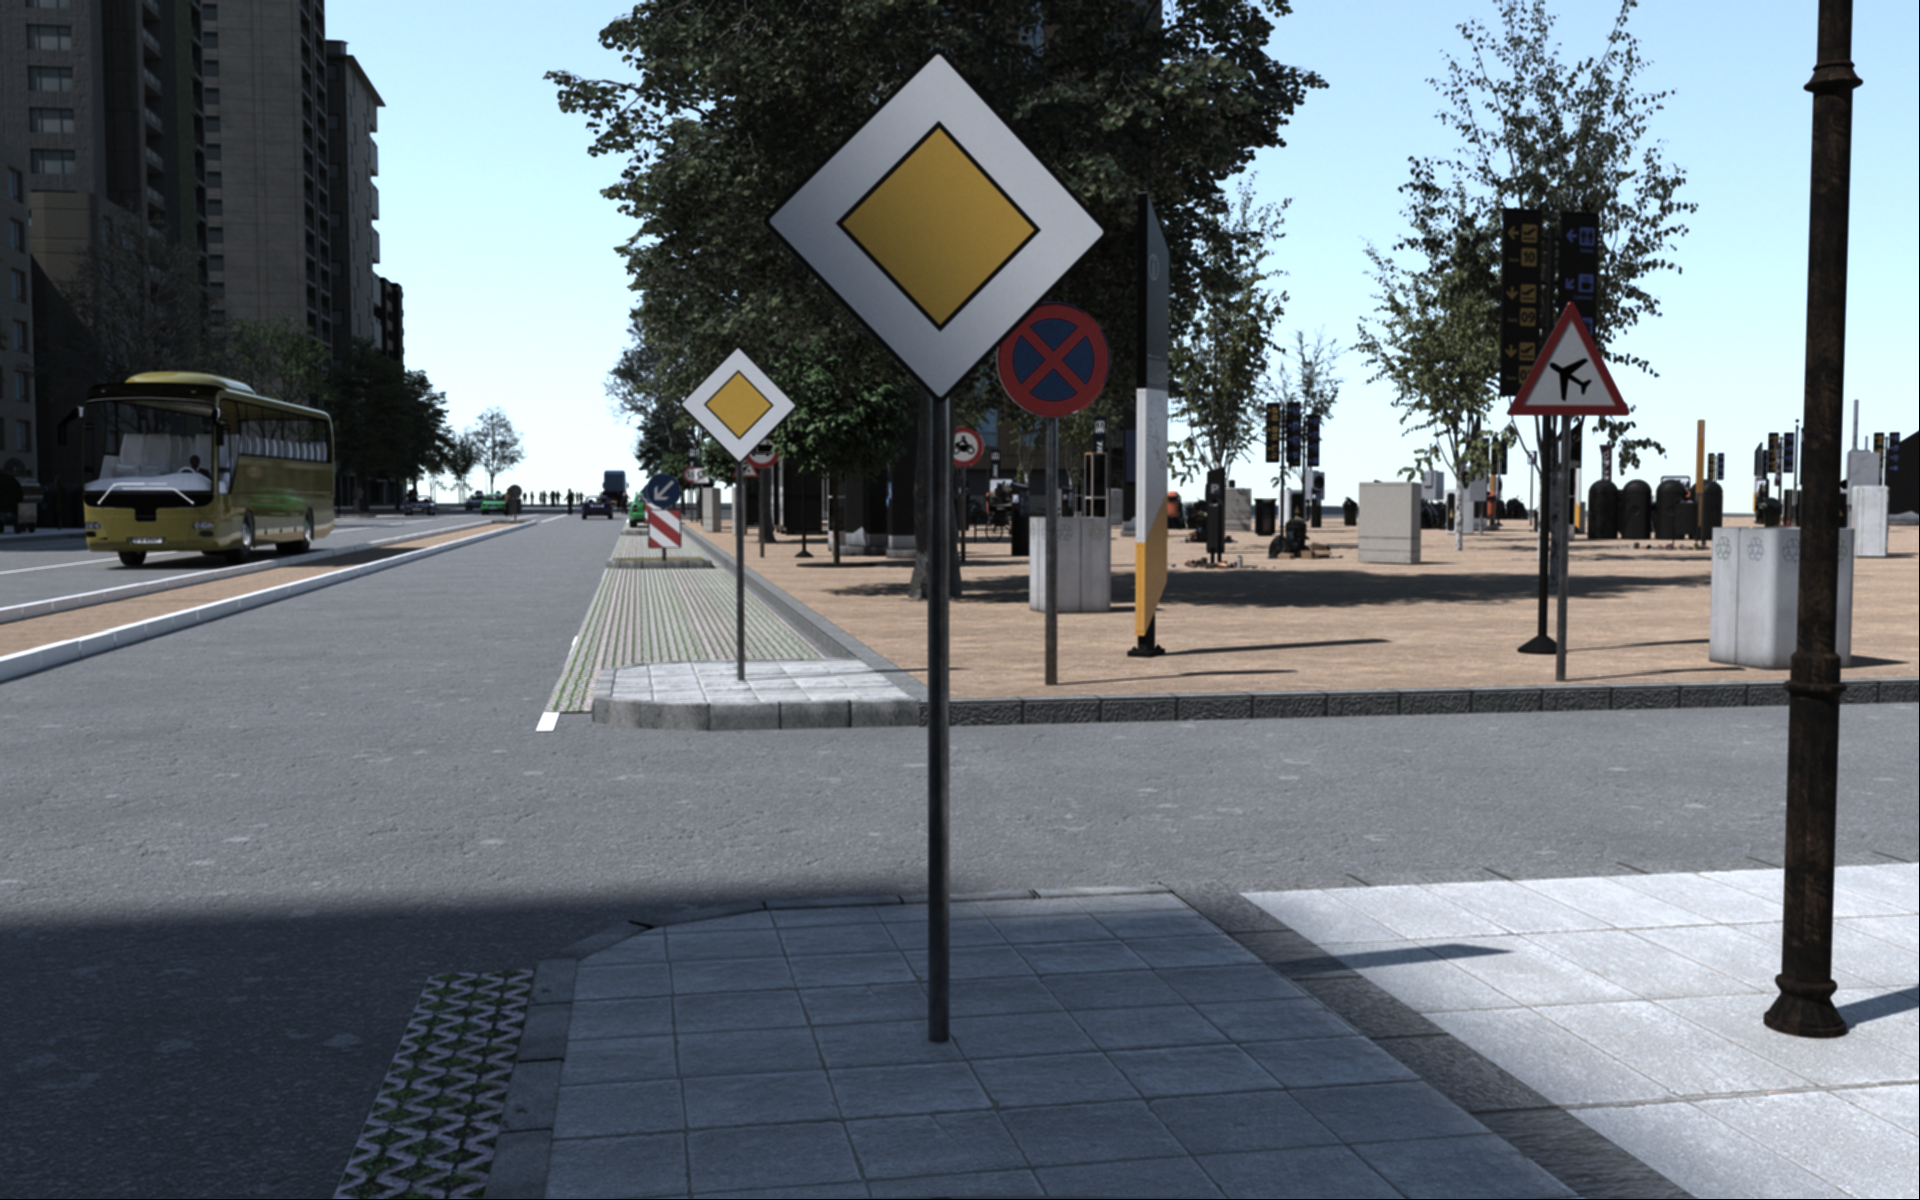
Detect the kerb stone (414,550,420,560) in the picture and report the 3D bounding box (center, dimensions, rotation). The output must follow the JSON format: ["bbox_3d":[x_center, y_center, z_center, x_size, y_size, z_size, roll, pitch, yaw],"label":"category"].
[{"bbox_3d":[-11.997,-0.959,37.879,0.120,0.150,1.000,-1,4,-10],"label":"kerb stone"}]

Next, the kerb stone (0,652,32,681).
[{"bbox_3d":[-7.499,0.520,13.687,0.120,0.150,1.000,-1,4,-10],"label":"kerb stone"}]

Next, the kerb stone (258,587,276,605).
[{"bbox_3d":[-9.185,-0.034,22.753,0.120,0.150,1.000,-1,4,-10],"label":"kerb stone"}]

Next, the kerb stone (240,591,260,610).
[{"bbox_3d":[-8.996,0.027,21.749,0.120,0.150,1.000,-1,4,-10],"label":"kerb stone"}]

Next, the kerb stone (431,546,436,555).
[{"bbox_3d":[-12.552,-1.141,40.900,0.120,0.150,1.000,-1,4,-10],"label":"kerb stone"}]

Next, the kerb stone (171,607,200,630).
[{"bbox_3d":[-8.434,0.213,18.721,0.120,0.150,1.000,-1,4,-10],"label":"kerb stone"}]

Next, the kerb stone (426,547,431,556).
[{"bbox_3d":[-12.362,-1.082,39.891,0.120,0.150,1.000,-1,4,-10],"label":"kerb stone"}]

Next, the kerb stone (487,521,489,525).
[{"bbox_3d":[-21.909,-3.520,79.799,0.120,0.150,1.000,-1,4,-10],"label":"kerb stone"}]

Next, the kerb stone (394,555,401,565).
[{"bbox_3d":[-11.430,-0.769,34.854,0.120,0.150,1.000,-1,4,-10],"label":"kerb stone"}]

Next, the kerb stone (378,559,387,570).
[{"bbox_3d":[-11.056,-0.651,32.838,0.120,0.150,1.000,-1,4,-10],"label":"kerb stone"}]

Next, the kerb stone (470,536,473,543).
[{"bbox_3d":[-14.237,-1.699,49.971,0.120,0.150,1.000,-1,4,-10],"label":"kerb stone"}]

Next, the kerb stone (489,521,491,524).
[{"bbox_3d":[-22.099,-3.585,80.810,0.120,0.150,1.000,-1,4,-10],"label":"kerb stone"}]

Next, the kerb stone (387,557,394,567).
[{"bbox_3d":[-11.242,-0.712,33.843,0.120,0.150,1.000,-1,4,-10],"label":"kerb stone"}]

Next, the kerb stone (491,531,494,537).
[{"bbox_3d":[-15.543,-2.130,57.020,0.120,0.150,1.000,-1,4,-10],"label":"kerb stone"}]

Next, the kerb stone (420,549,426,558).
[{"bbox_3d":[-12.179,-1.021,38.885,0.120,0.150,1.000,-1,4,-10],"label":"kerb stone"}]

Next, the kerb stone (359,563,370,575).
[{"bbox_3d":[-10.681,-0.528,30.827,0.120,0.150,1.000,-1,4,-10],"label":"kerb stone"}]

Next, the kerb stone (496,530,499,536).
[{"bbox_3d":[-15.915,-2.253,59.035,0.120,0.150,1.000,-1,4,-10],"label":"kerb stone"}]

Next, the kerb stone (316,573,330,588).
[{"bbox_3d":[-9.937,-0.279,26.792,0.120,0.150,1.000,-1,4,-10],"label":"kerb stone"}]

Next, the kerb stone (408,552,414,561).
[{"bbox_3d":[-11.804,-0.898,36.875,0.120,0.150,1.000,-1,4,-10],"label":"kerb stone"}]

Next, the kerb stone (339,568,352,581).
[{"bbox_3d":[-10.306,-0.404,28.811,0.120,0.150,1.000,-1,4,-10],"label":"kerb stone"}]

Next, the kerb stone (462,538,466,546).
[{"bbox_3d":[-13.864,-1.572,47.956,0.120,0.150,1.000,-1,4,-10],"label":"kerb stone"}]

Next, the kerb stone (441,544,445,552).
[{"bbox_3d":[-12.937,-1.268,42.922,0.120,0.150,1.000,-1,4,-10],"label":"kerb stone"}]

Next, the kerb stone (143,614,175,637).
[{"bbox_3d":[-8.248,0.274,17.716,0.120,0.150,1.000,-1,4,-10],"label":"kerb stone"}]

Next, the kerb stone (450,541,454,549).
[{"bbox_3d":[-13.306,-1.391,44.940,0.120,0.150,1.000,-1,4,-10],"label":"kerb stone"}]

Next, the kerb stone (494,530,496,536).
[{"bbox_3d":[-15.726,-2.192,58.031,0.120,0.150,1.000,-1,4,-10],"label":"kerb stone"}]

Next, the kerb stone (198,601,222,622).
[{"bbox_3d":[-8.618,0.151,19.734,0.120,0.150,1.000,-1,4,-10],"label":"kerb stone"}]

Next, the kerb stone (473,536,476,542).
[{"bbox_3d":[-14.428,-1.760,50.983,0.120,0.150,1.000,-1,4,-10],"label":"kerb stone"}]

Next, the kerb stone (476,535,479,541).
[{"bbox_3d":[-14.609,-1.822,51.989,0.120,0.150,1.000,-1,4,-10],"label":"kerb stone"}]

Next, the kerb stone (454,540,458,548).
[{"bbox_3d":[-13.493,-1.453,45.946,0.120,0.150,1.000,-1,4,-10],"label":"kerb stone"}]

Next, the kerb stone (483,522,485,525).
[{"bbox_3d":[-21.535,-3.400,77.787,0.120,0.150,1.000,-1,4,-10],"label":"kerb stone"}]

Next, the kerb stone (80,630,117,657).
[{"bbox_3d":[-7.880,0.405,15.706,0.120,0.150,1.000,-1,4,-10],"label":"kerb stone"}]

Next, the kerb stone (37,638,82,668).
[{"bbox_3d":[-7.696,0.458,14.700,0.120,0.150,1.000,-1,4,-10],"label":"kerb stone"}]

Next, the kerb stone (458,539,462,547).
[{"bbox_3d":[-13.681,-1.514,46.950,0.120,0.150,1.000,-1,4,-10],"label":"kerb stone"}]

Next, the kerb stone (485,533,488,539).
[{"bbox_3d":[-15.174,-2.007,55.009,0.120,0.150,1.000,-1,4,-10],"label":"kerb stone"}]

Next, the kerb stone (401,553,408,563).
[{"bbox_3d":[-11.621,-0.836,35.867,0.120,0.150,1.000,-1,4,-10],"label":"kerb stone"}]

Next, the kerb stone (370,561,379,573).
[{"bbox_3d":[-10.866,-0.586,31.834,0.120,0.150,1.000,-1,4,-10],"label":"kerb stone"}]

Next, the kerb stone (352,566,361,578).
[{"bbox_3d":[-10.500,-0.462,29.819,0.120,0.150,1.000,-1,4,-10],"label":"kerb stone"}]

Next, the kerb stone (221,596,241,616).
[{"bbox_3d":[-8.812,0.089,20.737,0.120,0.150,1.000,-1,4,-10],"label":"kerb stone"}]

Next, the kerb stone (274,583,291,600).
[{"bbox_3d":[-9.371,-0.096,23.760,0.120,0.150,1.000,-1,4,-10],"label":"kerb stone"}]

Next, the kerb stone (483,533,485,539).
[{"bbox_3d":[-14.988,-1.946,54.004,0.120,0.150,1.000,-1,4,-10],"label":"kerb stone"}]

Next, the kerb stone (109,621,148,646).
[{"bbox_3d":[-8.064,0.337,16.711,0.120,0.150,1.000,-1,4,-10],"label":"kerb stone"}]

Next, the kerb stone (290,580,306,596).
[{"bbox_3d":[-9.554,-0.157,24.771,0.120,0.150,1.000,-1,4,-10],"label":"kerb stone"}]

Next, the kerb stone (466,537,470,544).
[{"bbox_3d":[-14.048,-1.635,48.961,0.120,0.150,1.000,-1,4,-10],"label":"kerb stone"}]

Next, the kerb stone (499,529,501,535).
[{"bbox_3d":[-16.111,-2.315,60.038,0.120,0.150,1.000,-1,4,-10],"label":"kerb stone"}]

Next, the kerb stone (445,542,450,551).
[{"bbox_3d":[-13.115,-1.329,43.931,0.120,0.150,1.000,-1,4,-10],"label":"kerb stone"}]

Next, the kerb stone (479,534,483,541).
[{"bbox_3d":[-14.795,-1.884,52.994,0.120,0.150,1.000,-1,4,-10],"label":"kerb stone"}]

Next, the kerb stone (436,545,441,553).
[{"bbox_3d":[-12.740,-1.201,41.916,0.120,0.150,1.000,-1,4,-10],"label":"kerb stone"}]

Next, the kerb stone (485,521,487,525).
[{"bbox_3d":[-21.722,-3.462,78.791,0.120,0.150,1.000,-1,4,-10],"label":"kerb stone"}]

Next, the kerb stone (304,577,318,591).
[{"bbox_3d":[-9.745,-0.219,25.775,0.120,0.150,1.000,-1,4,-10],"label":"kerb stone"}]

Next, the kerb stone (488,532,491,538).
[{"bbox_3d":[-15.363,-2.068,56.014,0.120,0.150,1.000,-1,4,-10],"label":"kerb stone"}]

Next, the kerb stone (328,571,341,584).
[{"bbox_3d":[-10.127,-0.343,27.805,0.120,0.150,1.000,-1,4,-10],"label":"kerb stone"}]
